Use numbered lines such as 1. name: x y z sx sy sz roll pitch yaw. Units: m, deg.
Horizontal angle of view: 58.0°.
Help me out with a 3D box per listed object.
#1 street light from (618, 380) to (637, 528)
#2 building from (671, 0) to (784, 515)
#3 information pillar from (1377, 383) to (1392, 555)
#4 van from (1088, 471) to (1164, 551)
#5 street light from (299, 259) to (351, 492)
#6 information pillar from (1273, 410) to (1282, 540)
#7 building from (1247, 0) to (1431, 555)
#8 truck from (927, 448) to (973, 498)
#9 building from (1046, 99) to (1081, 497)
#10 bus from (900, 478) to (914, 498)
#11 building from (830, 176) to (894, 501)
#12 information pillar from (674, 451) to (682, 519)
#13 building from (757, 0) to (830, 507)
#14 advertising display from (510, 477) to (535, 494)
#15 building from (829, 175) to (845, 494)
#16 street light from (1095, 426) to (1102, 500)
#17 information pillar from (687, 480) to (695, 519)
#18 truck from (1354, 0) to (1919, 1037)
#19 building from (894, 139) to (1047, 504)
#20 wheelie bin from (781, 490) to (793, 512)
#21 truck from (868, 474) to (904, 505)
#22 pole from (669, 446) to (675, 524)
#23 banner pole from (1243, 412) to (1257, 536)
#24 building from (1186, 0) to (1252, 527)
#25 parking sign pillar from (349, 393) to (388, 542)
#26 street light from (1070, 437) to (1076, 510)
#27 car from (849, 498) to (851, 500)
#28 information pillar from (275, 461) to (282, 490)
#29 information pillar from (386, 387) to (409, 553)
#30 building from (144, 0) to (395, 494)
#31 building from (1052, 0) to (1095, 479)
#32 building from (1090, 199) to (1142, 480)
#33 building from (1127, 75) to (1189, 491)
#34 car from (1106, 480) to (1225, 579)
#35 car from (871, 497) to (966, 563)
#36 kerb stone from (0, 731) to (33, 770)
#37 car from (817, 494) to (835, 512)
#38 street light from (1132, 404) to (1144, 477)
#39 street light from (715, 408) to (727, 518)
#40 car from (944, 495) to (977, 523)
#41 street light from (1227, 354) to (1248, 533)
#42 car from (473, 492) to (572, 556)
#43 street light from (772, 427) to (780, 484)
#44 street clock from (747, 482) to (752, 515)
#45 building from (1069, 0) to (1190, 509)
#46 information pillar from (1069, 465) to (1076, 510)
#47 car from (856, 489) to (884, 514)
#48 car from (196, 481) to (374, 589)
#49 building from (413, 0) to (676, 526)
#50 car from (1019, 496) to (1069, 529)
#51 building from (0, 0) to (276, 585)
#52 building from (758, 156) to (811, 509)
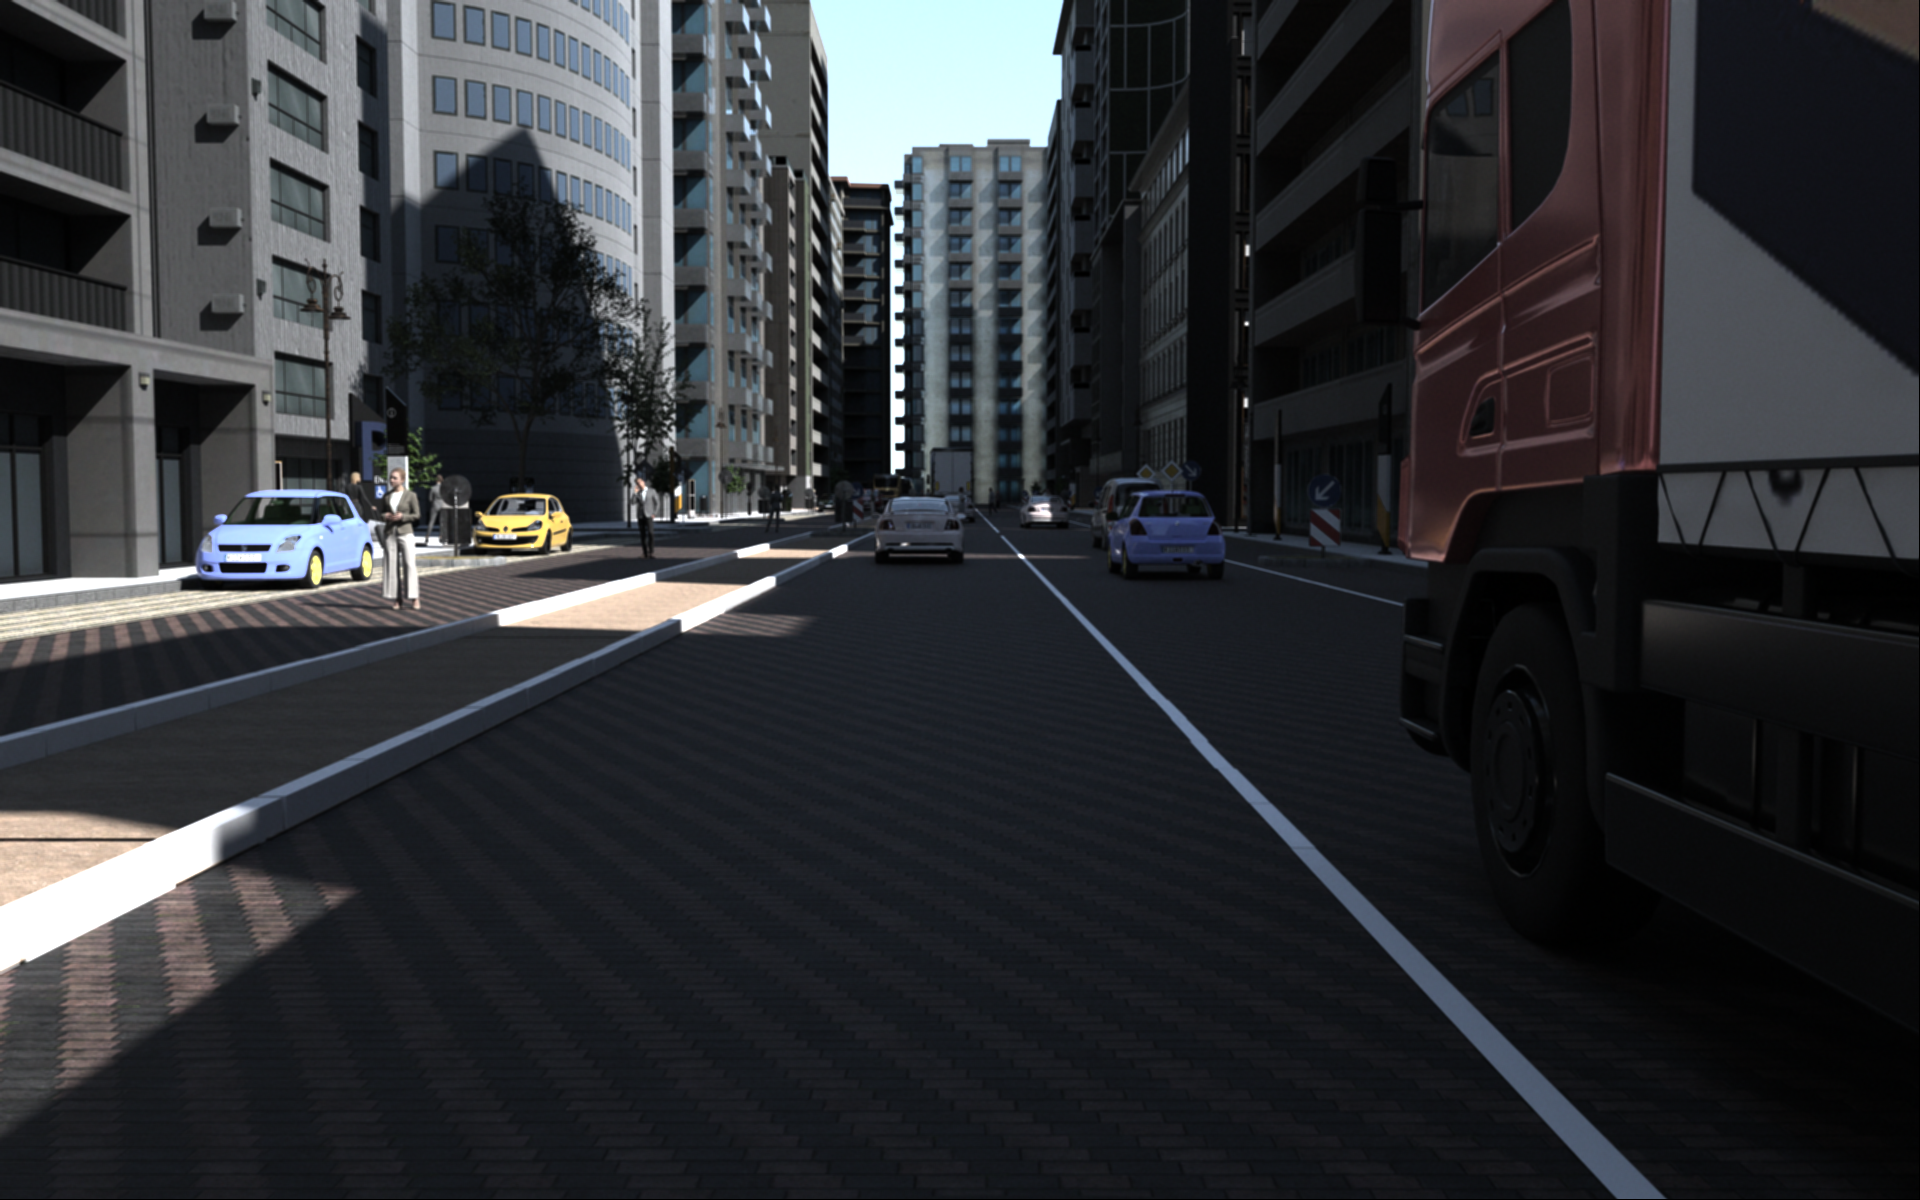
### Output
1. street light: -12.621 -5.695 65.893 0.468 5.910 1.993 0 3 0
2. building: -24.924 -30.533 118.820 23.786 49.044 30.456 0 3 0
3. information pillar: 9.010 -2.777 36.759 0.183 3.616 0.504 -1 4 -10
4. van: 4.414 -2.344 45.335 2.013 2.044 4.112 0 4 -2
5. street light: -12.477 -3.755 34.188 0.468 5.910 1.993 0 3 0
6. information pillar: 8.857 -3.482 48.286 0.183 3.616 0.504 0 4 -2
7. building: 20.039 -25.756 44.810 21.300 48.544 21.600 0 3 0
8. truck: -0.623 -7.412 110.098 2.839 4.237 11.283 0 4 -2
9. building: 21.399 -35.485 203.882 21.300 48.544 21.600 0 3 0
10. bus: -6.505 -11.839 188.427 2.948 3.499 13.247 0 3 0
11. building: -23.647 -35.553 235.916 28.867 44.769 22.147 0 3 0
12. information pillar: -14.682 -6.015 89.699 0.504 3.616 0.183 -2 4 -25
13. building: -23.933 -33.108 165.023 21.300 48.544 21.600 0 3 0
14. advertising display: -16.937 -3.781 67.030 0.974 1.923 0.123 -3 5 -39
15. building: -25.627 -31.054 199.615 23.993 40.220 32.217 0 3 0
16. street light: 9.153 -8.701 115.044 0.468 5.910 1.993 0 3 0
17. information pillar: -13.831 -5.174 89.083 0.304 2.012 0.304 -2 4 -34
18. truck: 3.000 -0.808 2.131 2.839 4.237 11.283 0 4 -1
19. building: 6.458 -37.706 236.099 30.456 49.044 23.786 0 3 0
20. wheelie bin: -12.423 -7.117 124.278 0.980 1.594 0.693 -3 5 -44
21. truck: -7.146 -10.681 170.558 3.469 3.379 9.791 0 4 -1
22. pole: -12.309 -4.907 74.068 0.158 3.312 0.155 0 3 0
23. banner pole: 8.813 -3.850 52.957 0.401 3.779 0.863 -1 4 -11
24. building: 18.198 -14.829 72.138 15.834 23.373 12.332 0 3 0
25. parking sign pillar: -15.758 -3.560 46.682 1.447 3.967 1.447 2 4 35
26. street light: 9.187 -10.254 140.446 0.468 5.910 1.993 0 3 0
27. car: -10.319 -10.016 173.542 2.009 1.686 4.222 0 4 0
28. information pillar: -15.425 -2.107 38.940 0.304 2.012 0.304 -3 4 -36
29. information pillar: -12.337 -2.851 37.965 0.504 3.616 0.183 1 4 16
30. building: -24.945 -17.056 50.560 14.107 30.474 14.160 0 3 0
31. building: 24.536 -36.065 178.899 28.713 52.752 27.495 0 3 0
32. building: 17.602 -18.752 125.669 14.314 24.678 30.058 0 3 0
33. building: 18.675 -16.044 95.597 16.112 22.955 30.059 0 3 0
34. car: 3.563 -1.274 30.420 1.945 1.707 3.694 0 4 -1
35. car: -0.891 -1.530 37.371 2.083 1.381 4.827 0 4 -2
36. kerb stone: -5.013 0.814 8.882 0.120 0.150 1.000 0 3 0
37. car: -10.369 -7.841 137.984 2.009 1.686 4.222 0 4 -2
38. street light: 9.109 -7.107 88.980 0.468 5.910 1.993 0 3 0
39. street light: -12.626 -7.269 91.644 0.468 5.910 1.993 0 3 0
40. car: -0.175 -4.665 88.630 2.083 1.381 4.827 0 4 0
41. street light: 9.170 -5.169 57.301 0.468 5.910 1.993 0 3 0
42. car: -10.428 -1.905 41.370 2.015 1.641 3.980 0 4 -2
43. street light: -12.412 -8.823 117.045 0.468 5.910 1.993 0 3 0
44. street clock: -12.722 -6.119 104.613 0.358 2.002 0.471 0 4 2
45. building: 20.749 -43.797 154.331 20.563 71.187 20.611 0 3 0
46. information pillar: 8.804 -8.831 135.748 0.504 3.616 0.183 1 4 21
47. car: -6.727 -7.304 128.092 2.281 1.827 5.304 0 4 1
48. car: -10.498 -1.066 27.028 1.945 1.707 3.694 0 4 -1
49. building: -26.378 -32.983 81.267 21.231 58.520 28.212 0 3 0
50. car: 3.548 -3.722 73.217 2.083 1.381 4.827 0 4 -1
51. building: -22.751 -35.897 25.164 20.563 71.187 20.611 0 3 0
52. building: -20.413 -23.000 147.752 14.160 30.474 14.107 0 3 0
